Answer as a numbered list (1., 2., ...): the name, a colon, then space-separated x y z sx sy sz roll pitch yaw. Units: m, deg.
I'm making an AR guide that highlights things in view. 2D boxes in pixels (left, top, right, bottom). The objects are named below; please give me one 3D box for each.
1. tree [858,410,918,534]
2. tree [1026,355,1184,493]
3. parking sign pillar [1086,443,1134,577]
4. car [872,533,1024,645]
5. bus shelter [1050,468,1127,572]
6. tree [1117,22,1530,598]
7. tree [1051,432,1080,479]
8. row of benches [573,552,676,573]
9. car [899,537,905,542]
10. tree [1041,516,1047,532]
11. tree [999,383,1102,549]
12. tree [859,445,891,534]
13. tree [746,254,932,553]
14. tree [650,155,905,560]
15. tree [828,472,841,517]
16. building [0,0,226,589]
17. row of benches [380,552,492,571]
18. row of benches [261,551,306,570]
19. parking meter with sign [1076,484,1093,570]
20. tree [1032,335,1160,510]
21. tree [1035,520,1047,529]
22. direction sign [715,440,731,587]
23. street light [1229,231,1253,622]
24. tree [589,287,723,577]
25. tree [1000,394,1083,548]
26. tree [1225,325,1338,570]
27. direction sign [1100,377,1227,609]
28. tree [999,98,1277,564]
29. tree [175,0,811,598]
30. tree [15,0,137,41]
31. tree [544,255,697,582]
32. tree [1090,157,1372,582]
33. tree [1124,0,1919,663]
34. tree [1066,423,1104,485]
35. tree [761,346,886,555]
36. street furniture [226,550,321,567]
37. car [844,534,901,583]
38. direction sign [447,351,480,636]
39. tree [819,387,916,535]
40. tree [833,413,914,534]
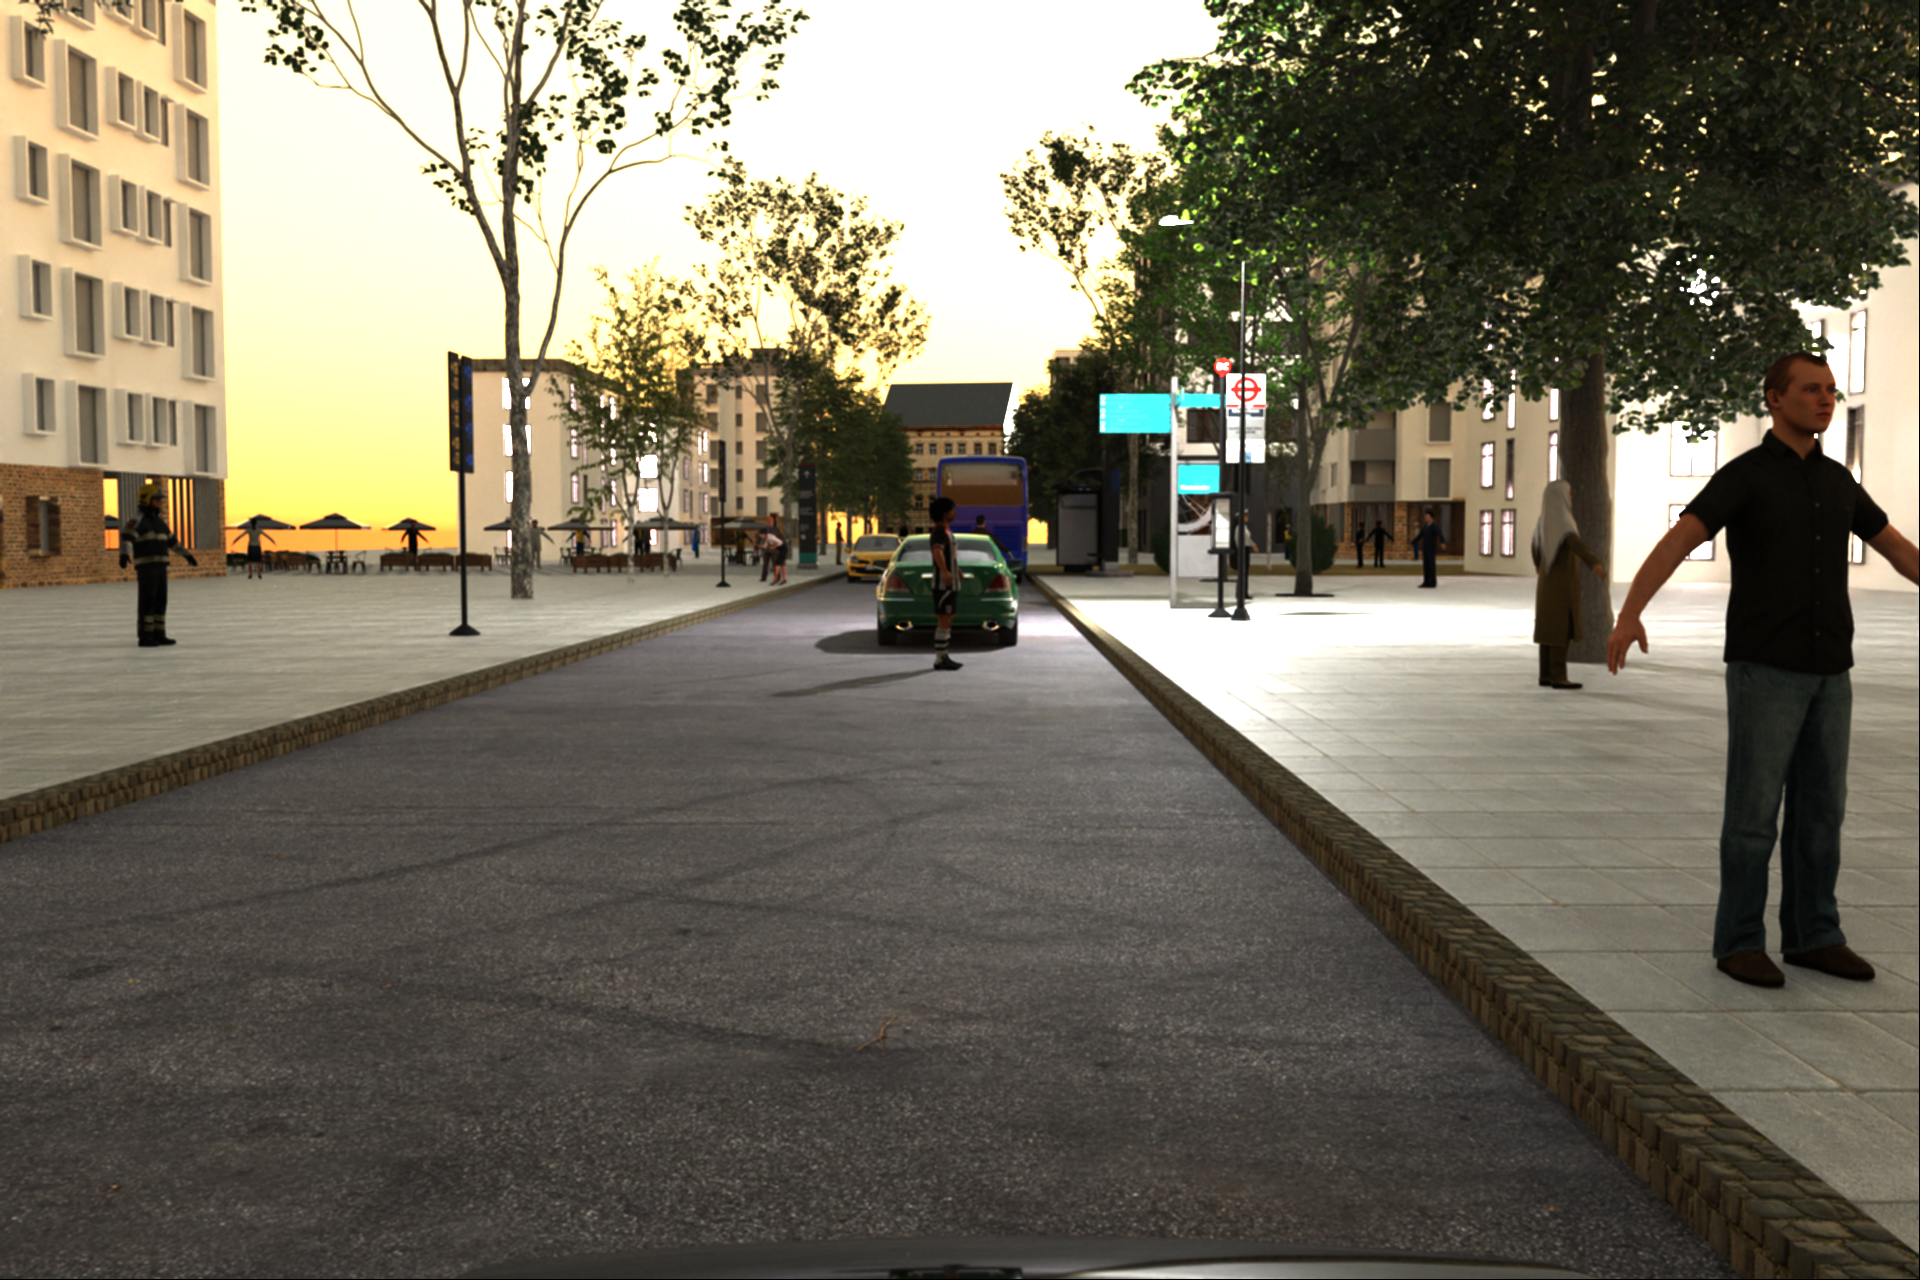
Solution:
1. tree: -7.205 -14.676 158.071 7.486 12.596 7.792 0 3 0
2. tree: 7.495 -9.496 89.668 8.767 10.594 7.601 0 4 8
3. parking sign pillar: 4.522 -3.893 52.121 1.447 3.967 1.447 0 4 0
4. car: -0.166 -0.730 23.738 2.131 1.459 4.920 0 4 0
5. bus shelter: 4.055 -3.782 55.752 2.014 3.302 5.546 0 4 -1
6. tree: 7.235 -6.700 35.302 9.928 11.665 9.643 0 3 0
7. tree: 7.569 -10.567 123.128 4.360 8.622 3.978 0 3 0
8. row of benches: -11.246 -2.639 58.606 1.422 0.672 4.104 3 5 39
9. car: -1.906 -2.901 60.007 1.945 1.354 3.894 0 4 0
10. tree: 12.508 -17.954 243.911 4.737 8.622 4.395 0 3 0
11. tree: 7.621 -14.592 145.229 9.857 13.997 8.962 0 3 0
12. tree: -7.029 -11.679 141.319 4.360 8.622 3.978 0 3 0
13. tree: -9.117 -16.091 118.973 12.611 20.169 13.585 0 3 0
14. tree: -9.225 -14.132 86.955 12.611 20.169 13.585 0 3 0
15. tree: -20.661 -20.822 250.806 12.009 13.543 11.850 0 3 0
16. building: -27.465 -11.186 39.314 16.016 20.090 11.380 0 4 1
17. row of benches: -18.321 -2.741 60.284 4.104 0.672 1.422 1 4 13
18. row of benches: -24.744 -2.919 63.195 1.422 0.672 4.104 -3 4 -36
19. parking meter with sign: 4.358 -3.894 59.929 0.543 3.016 1.738 0 4 -1
20. tree: 7.673 -11.047 98.740 7.486 12.596 7.792 0 3 0
21. tree: 13.946 -20.382 251.364 7.486 12.596 7.792 0 3 0
22. direction sign: -5.765 -3.062 42.054 0.379 3.537 0.876 0 4 1
23. street light: 4.685 -3.231 25.372 1.470 5.913 1.316 0 4 1
24. tree: -8.743 -6.186 51.498 4.360 8.622 3.978 0 3 0
25. tree: 8.515 -15.299 156.800 9.857 13.997 8.962 0 3 0
26. tree: 10.826 -6.815 61.792 4.360 8.622 3.978 0 3 0
27. direction sign: 3.632 -2.458 28.947 2.525 3.948 1.411 0 4 1
28. tree: 8.887 -13.308 73.471 12.611 20.169 13.585 0 3 0
29. tree: -9.292 -10.811 32.646 12.611 20.169 13.585 0 3 0
30. tree: -8.913 -6.021 8.813 12.009 13.543 11.850 0 3 0
31. tree: -8.872 -5.857 46.133 4.737 8.622 4.395 0 3 0
32. tree: 7.204 -7.374 46.320 9.928 11.665 9.643 0 3 0
33. tree: 6.291 -6.751 17.041 9.857 13.997 8.962 0 3 0
34. tree: 7.853 -9.847 111.363 4.360 8.622 3.978 0 3 0
35. tree: -8.400 -11.454 105.396 7.486 12.596 7.792 0 3 0
36. street furniture: -29.545 -3.403 71.261 5.734 0.657 10.072 -1 4 -14
37. car: -2.458 -2.569 52.228 2.015 1.641 3.980 0 4 1
38. direction sign: -6.297 -1.830 21.914 0.379 3.537 0.876 0 4 2
39. tree: -7.236 -13.189 133.759 7.486 12.596 7.792 0 3 0
40. tree: -7.809 -13.580 147.793 9.928 11.665 9.643 0 3 0
